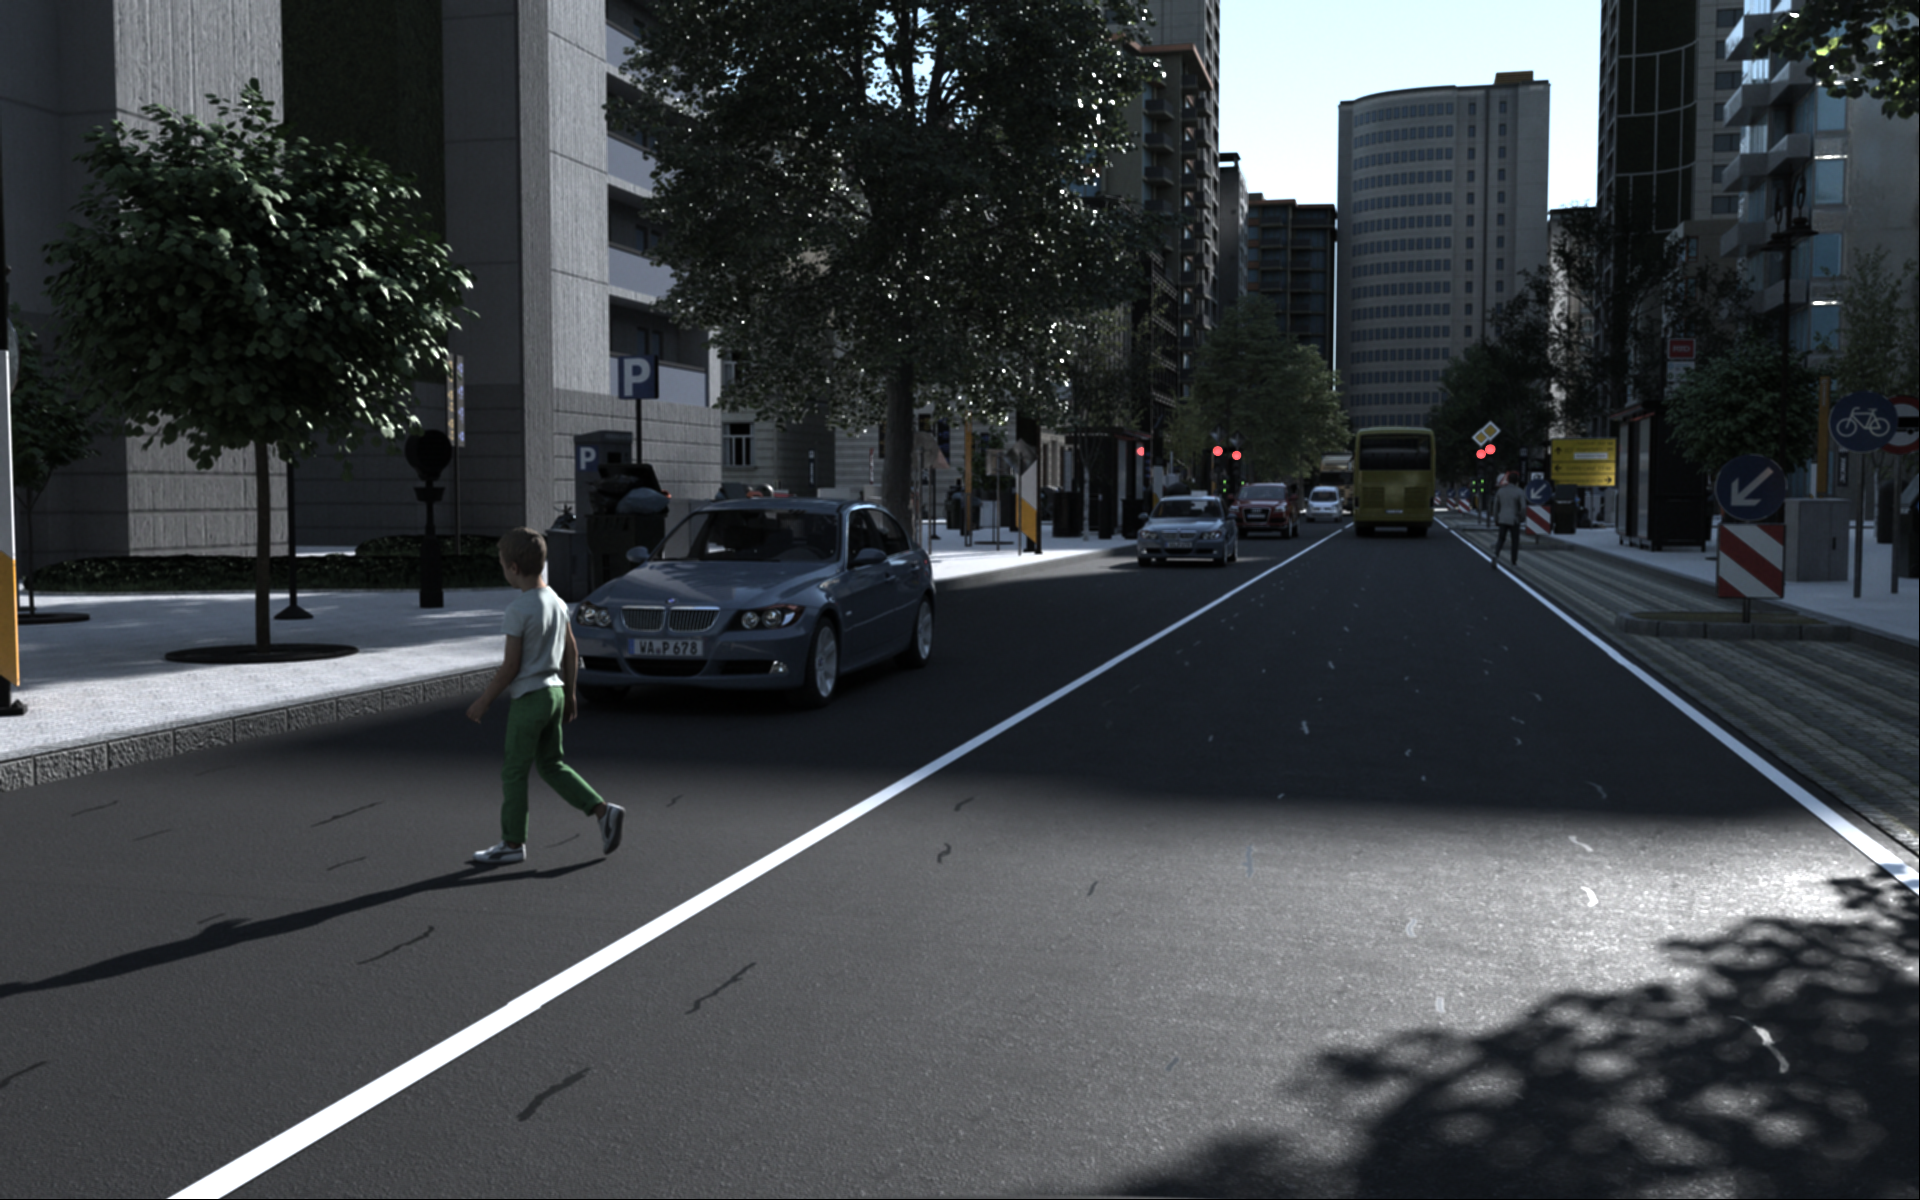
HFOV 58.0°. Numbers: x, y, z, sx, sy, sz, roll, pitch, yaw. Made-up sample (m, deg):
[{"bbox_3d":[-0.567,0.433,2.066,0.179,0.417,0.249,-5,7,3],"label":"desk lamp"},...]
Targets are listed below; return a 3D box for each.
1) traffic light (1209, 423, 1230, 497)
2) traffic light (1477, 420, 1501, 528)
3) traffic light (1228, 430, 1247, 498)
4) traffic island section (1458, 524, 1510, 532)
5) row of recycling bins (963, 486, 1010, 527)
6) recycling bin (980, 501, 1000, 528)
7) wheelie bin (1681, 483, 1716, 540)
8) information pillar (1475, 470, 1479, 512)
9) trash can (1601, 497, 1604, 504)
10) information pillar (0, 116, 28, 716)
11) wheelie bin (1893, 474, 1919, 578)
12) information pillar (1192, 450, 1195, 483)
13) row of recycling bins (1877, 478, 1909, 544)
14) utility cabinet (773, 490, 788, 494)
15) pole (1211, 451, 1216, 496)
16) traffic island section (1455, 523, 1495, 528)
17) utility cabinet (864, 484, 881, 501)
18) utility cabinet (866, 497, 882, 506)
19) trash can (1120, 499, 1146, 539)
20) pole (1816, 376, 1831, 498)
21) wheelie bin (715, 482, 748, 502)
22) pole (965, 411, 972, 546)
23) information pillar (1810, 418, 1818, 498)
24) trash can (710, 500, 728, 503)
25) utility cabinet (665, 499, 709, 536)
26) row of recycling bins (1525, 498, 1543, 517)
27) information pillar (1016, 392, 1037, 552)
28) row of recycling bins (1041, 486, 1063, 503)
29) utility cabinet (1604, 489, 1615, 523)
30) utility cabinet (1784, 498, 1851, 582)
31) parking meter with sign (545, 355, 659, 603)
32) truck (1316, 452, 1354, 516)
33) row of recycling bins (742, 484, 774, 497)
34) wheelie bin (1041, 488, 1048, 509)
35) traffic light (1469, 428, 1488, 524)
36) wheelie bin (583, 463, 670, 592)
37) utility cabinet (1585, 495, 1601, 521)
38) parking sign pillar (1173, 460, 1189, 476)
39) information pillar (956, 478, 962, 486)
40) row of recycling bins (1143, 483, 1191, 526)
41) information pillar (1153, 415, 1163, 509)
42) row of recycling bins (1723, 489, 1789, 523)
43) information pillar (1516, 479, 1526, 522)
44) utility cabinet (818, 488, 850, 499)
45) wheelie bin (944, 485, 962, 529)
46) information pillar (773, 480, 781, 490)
[{"bbox_3d":[10.266,-4.879,68.698,0.839,4.253,0.868,1,4,14],"label":"traffic light"},{"bbox_3d":[20.212,-4.725,66.180,0.839,4.253,0.868,1,4,14],"label":"traffic light"},{"bbox_3d":[12.244,-5.353,76.435,0.839,4.253,0.868,1,4,14],"label":"traffic light"},{"bbox_3d":[20.248,-2.691,66.284,2.009,0.180,2.903,1,4,14],"label":"traffic island section"},{"bbox_3d":[1.115,-3.762,68.622,1.069,1.692,3.534,-2,4,-31],"label":"row of recycling bins"},{"bbox_3d":[1.068,-3.231,65.380,0.722,1.027,0.722,-1,4,-17],"label":"recycling bin"},{"bbox_3d":[20.457,-2.446,47.895,0.980,1.594,0.693,-2,4,-31],"label":"wheelie bin"},{"bbox_3d":[36.871,-8.075,123.382,0.183,3.616,0.504,-1,4,-14],"label":"information pillar"},{"bbox_3d":[34.131,-4.964,92.813,0.748,1.137,0.748,0,3,0],"label":"trash can"},{"bbox_3d":[-5.697,-1.136,9.923,0.504,3.616,0.183,-1,4,-21],"label":"information pillar"},{"bbox_3d":[14.782,-1.142,26.586,0.693,1.594,0.980,0,4,7],"label":"wheelie bin"},{"bbox_3d":[12.526,-6.214,92.960,0.183,3.616,0.504,0,4,0],"label":"information pillar"},{"bbox_3d":[25.126,-2.255,43.984,1.069,1.692,3.534,-3,4,-36],"label":"row of recycling bins"},{"bbox_3d":[-9.085,-4.789,86.976,0.318,1.500,1.173,2,4,30],"label":"utility cabinet"},{"bbox_3d":[12.096,-5.426,82.550,0.158,3.312,0.155,0,3,0],"label":"pole"},{"bbox_3d":[22.227,-3.165,74.021,2.009,0.180,2.903,1,4,14],"label":"traffic island section"},{"bbox_3d":[-1.799,-1.911,39.928,0.318,1.500,1.173,2,4,25],"label":"utility cabinet"},{"bbox_3d":[-1.575,-1.426,34.470,0.306,1.237,1.020,1,4,13],"label":"utility cabinet"},{"bbox_3d":[4.914,-2.299,49.244,0.748,1.137,0.748,0,3,0],"label":"trash can"},{"bbox_3d":[14.964,-2.214,30.044,0.158,3.312,0.155,0,3,0],"label":"pole"},{"bbox_3d":[-6.239,-2.397,47.102,0.980,1.594,0.693,-3,5,-42],"label":"wheelie bin"},{"bbox_3d":[0.201,-2.967,42.360,0.158,3.312,0.155,0,3,0],"label":"pole"},{"bbox_3d":[23.155,-3.385,46.699,0.183,3.616,0.504,-1,4,-13],"label":"information pillar"},{"bbox_3d":[-5.848,-1.927,43.153,0.748,1.137,0.748,0,3,0],"label":"trash can"},{"bbox_3d":[-3.817,-0.795,24.152,0.306,1.237,1.020,-2,4,-30],"label":"utility cabinet"},{"bbox_3d":[28.296,-4.792,85.468,1.069,1.692,3.534,-1,4,-11],"label":"row of recycling bins"},{"bbox_3d":[1.488,-2.871,38.292,0.504,3.616,0.183,0,4,1],"label":"information pillar"},{"bbox_3d":[4.832,-4.998,88.823,1.069,1.692,3.534,1,4,21],"label":"row of recycling bins"},{"bbox_3d":[28.362,-4.086,75.481,0.318,1.500,1.173,2,4,30],"label":"utility cabinet"},{"bbox_3d":[12.650,-0.881,25.566,1.020,1.237,0.306,-1,4,-22],"label":"utility cabinet"},{"bbox_3d":[-4.366,-1.519,21.097,0.543,3.016,1.738,1,4,23],"label":"parking meter with sign"},{"bbox_3d":[26.036,-7.899,118.054,2.839,4.237,11.283,1,4,16],"label":"truck"},{"bbox_3d":[-9.396,-3.950,71.703,3.534,1.692,1.069,1,4,12],"label":"row of recycling bins"},{"bbox_3d":[3.912,-4.714,84.988,0.693,1.594,0.980,-2,4,-23],"label":"wheelie bin"},{"bbox_3d":[22.191,-5.199,73.917,0.839,4.253,0.868,1,4,14],"label":"traffic light"},{"bbox_3d":[-3.426,-0.609,17.871,0.980,1.594,0.693,1,4,22],"label":"wheelie bin"},{"bbox_3d":[30.113,-4.389,82.922,1.020,1.237,0.306,0,4,8],"label":"utility cabinet"},{"bbox_3d":[15.175,-8.058,120.220,1.447,3.967,1.447,1,4,21],"label":"parking sign pillar"},{"bbox_3d":[-0.051,-4.628,80.164,0.304,2.012,0.304,0,4,1],"label":"information pillar"},{"bbox_3d":[6.649,-3.347,61.841,3.534,1.692,1.069,-2,4,-27],"label":"row of recycling bins"},{"bbox_3d":[5.861,-3.661,51.216,0.183,3.616,0.504,2,4,34],"label":"information pillar"},{"bbox_3d":[34.427,-4.148,74.938,1.069,1.692,3.534,-1,4,-15],"label":"row of recycling bins"},{"bbox_3d":[25.846,-4.607,79.809,0.304,2.012,0.304,-3,4,-36],"label":"information pillar"},{"bbox_3d":[-4.714,-3.422,64.630,1.173,1.500,0.318,-2,4,-24],"label":"utility cabinet"},{"bbox_3d":[-0.144,-3.373,63.061,0.693,1.594,0.980,-3,5,-40],"label":"wheelie bin"},{"bbox_3d":[-9.704,-5.352,92.004,0.304,2.012,0.304,2,4,27],"label":"information pillar"}]
